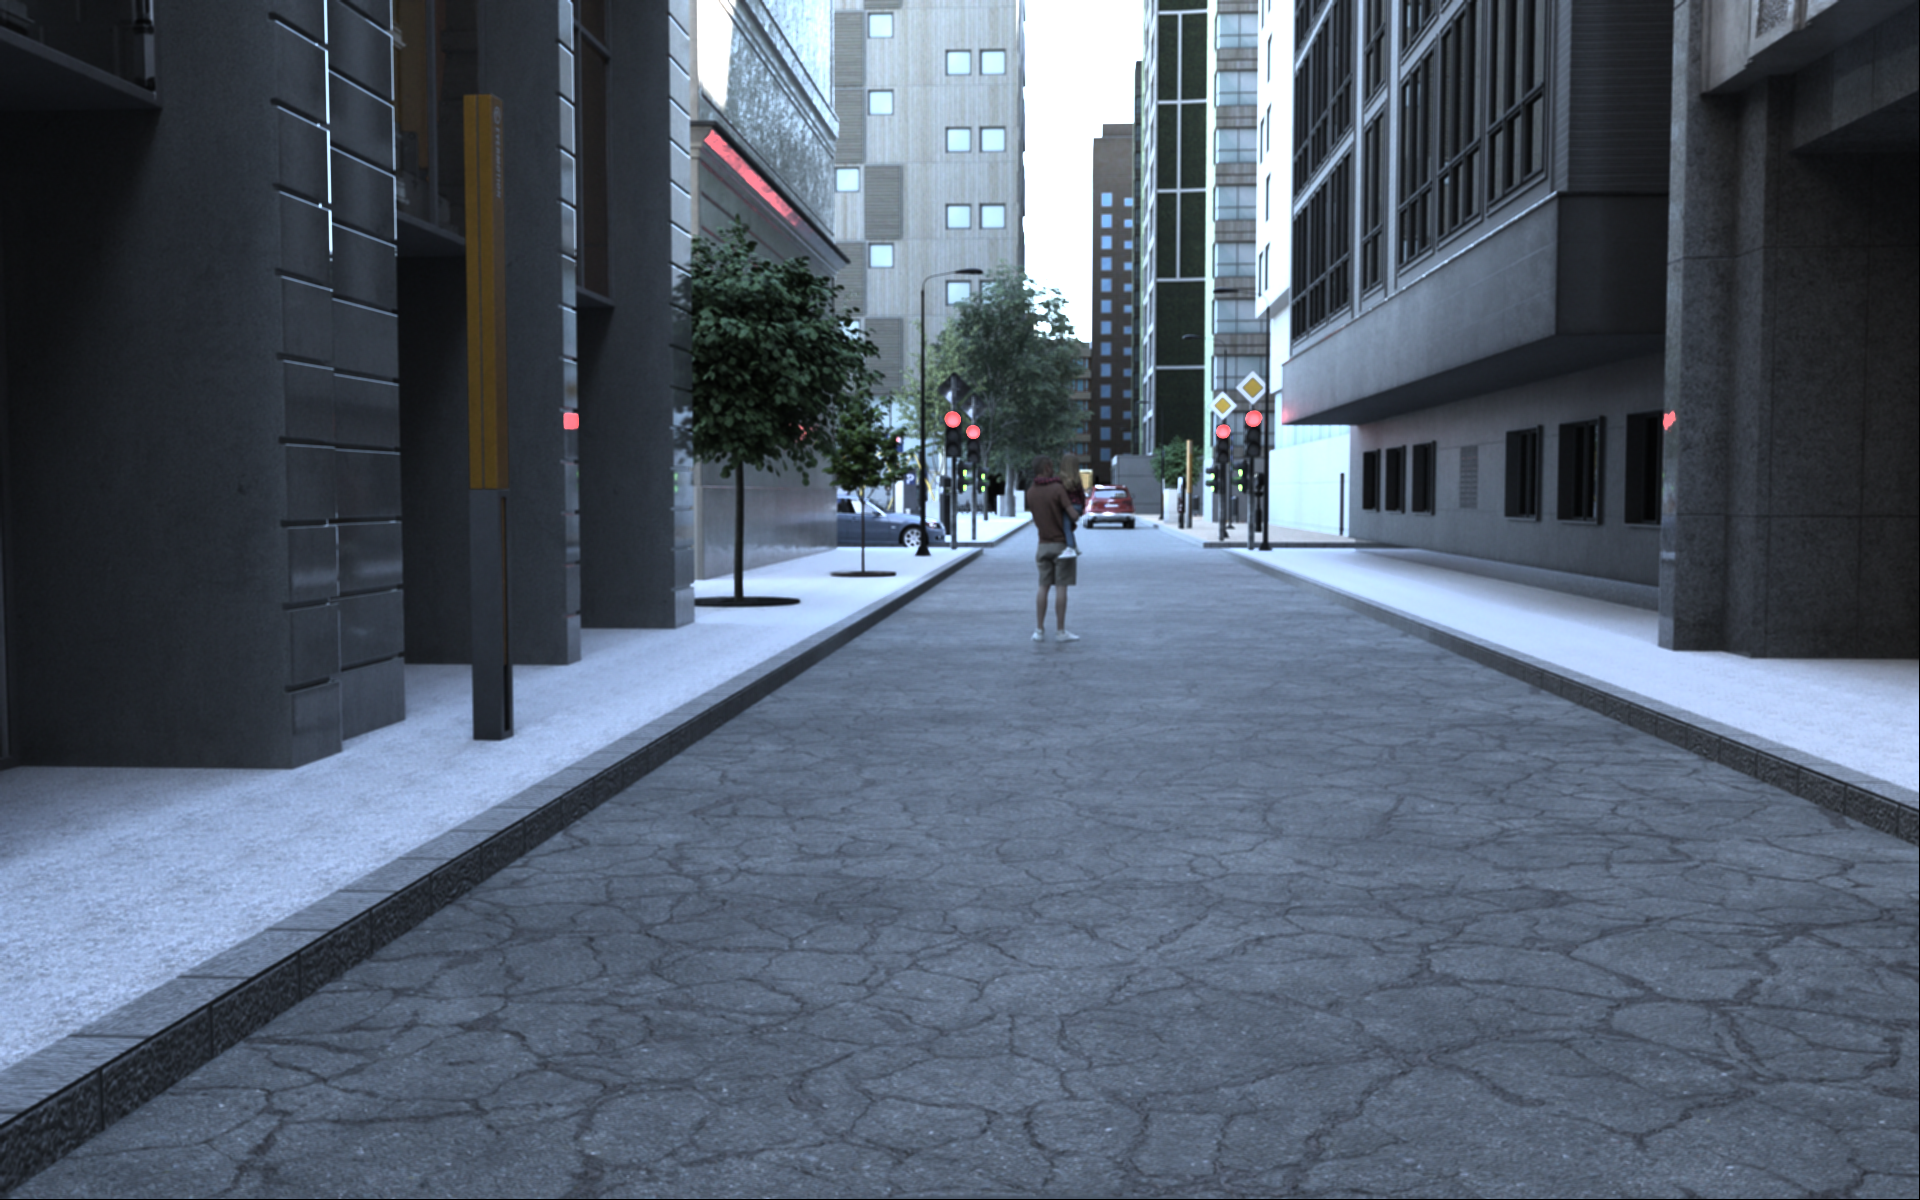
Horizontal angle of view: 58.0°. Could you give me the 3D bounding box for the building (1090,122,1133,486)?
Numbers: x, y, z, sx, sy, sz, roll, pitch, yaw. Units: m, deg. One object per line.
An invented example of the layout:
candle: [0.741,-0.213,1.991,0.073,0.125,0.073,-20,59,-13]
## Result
building: [23.138,-34.354,211.794,14.200,45.320,14.600,0,4,4]

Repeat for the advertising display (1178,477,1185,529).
advertising display: [8.202,-3.605,64.159,0.123,1.923,0.974,0,4,-2]

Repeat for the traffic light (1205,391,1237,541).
traffic light: [7.151,-3.576,47.395,0.839,4.253,0.868,0,4,4]

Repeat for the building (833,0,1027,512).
building: [-8.469,-33.484,136.701,28.713,52.752,27.495,0,4,4]

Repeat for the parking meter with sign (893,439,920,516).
parking meter with sign: [-1.570,-3.259,49.539,0.543,3.016,1.738,-2,4,-24]

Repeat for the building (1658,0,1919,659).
building: [11.197,-11.344,3.491,12.078,24.808,19.932,0,4,4]

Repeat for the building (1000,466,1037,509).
building: [-2.654,-44.163,160.310,20.563,71.187,20.611,0,4,4]

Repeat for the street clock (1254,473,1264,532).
street clock: [10.054,-3.287,58.316,0.358,2.002,0.471,-1,4,-16]

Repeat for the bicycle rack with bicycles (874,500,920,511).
bicycle rack with bicycles: [-3.573,-5.387,101.462,2.852,0.926,2.925,-3,4,-37]

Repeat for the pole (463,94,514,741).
pole: [-2.450,-0.927,8.996,0.158,3.312,0.155,0,3,0]

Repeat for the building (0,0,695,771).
building: [-8.991,-13.738,2.105,11.434,29.767,29.804,0,4,4]

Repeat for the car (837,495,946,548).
car: [-2.610,-1.986,44.478,4.499,1.417,2.014,0,4,3]

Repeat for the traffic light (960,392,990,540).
traffic light: [0.404,-3.603,47.824,0.839,4.253,0.868,0,4,4]

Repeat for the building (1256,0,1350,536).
building: [24.455,-28.638,57.469,27.495,52.752,28.713,0,4,4]

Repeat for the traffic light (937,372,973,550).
traffic light: [-0.123,-3.115,39.856,0.839,4.253,0.868,0,4,4]

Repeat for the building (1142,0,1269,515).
building: [20.746,-27.420,131.908,14.154,41.232,14.086,0,4,4]

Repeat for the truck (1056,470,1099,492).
truck: [9.263,-8.674,137.744,3.469,3.379,9.791,0,4,5]

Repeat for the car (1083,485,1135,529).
car: [6.275,-3.949,73.234,2.281,1.827,5.304,0,4,2]

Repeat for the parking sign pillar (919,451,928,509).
parking sign pillar: [-2.312,-7.337,108.433,1.447,3.967,1.447,0,4,5]

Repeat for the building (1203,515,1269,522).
building: [18.843,-24.454,83.426,14.154,41.232,14.086,0,4,4]

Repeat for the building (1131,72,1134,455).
building: [23.526,-29.534,166.472,14.154,41.232,14.086,0,4,4]

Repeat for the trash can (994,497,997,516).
trash can: [2.341,-5.510,101.734,0.748,1.137,0.748,0,3,0]

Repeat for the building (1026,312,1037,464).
building: [-6.160,-20.860,186.107,28.899,21.520,27.650,0,4,4]

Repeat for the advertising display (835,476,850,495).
advertising display: [-3.532,-2.611,47.905,0.974,1.923,0.123,0,4,5]

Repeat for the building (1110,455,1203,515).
building: [20.262,-41.097,110.186,20.563,71.187,20.611,0,4,4]

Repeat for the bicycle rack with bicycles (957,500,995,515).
bicycle rack with bicycles: [0.764,-5.728,107.029,2.925,0.926,2.852,1,4,12]

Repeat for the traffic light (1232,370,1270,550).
traffic light: [6.624,-3.089,39.427,0.839,4.253,0.868,0,4,4]

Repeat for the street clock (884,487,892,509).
street clock: [-5.017,-7.118,120.956,0.471,2.002,0.358,1,4,19]

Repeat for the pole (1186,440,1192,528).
pole: [8.639,-4.367,65.239,0.158,3.312,0.155,0,3,0]

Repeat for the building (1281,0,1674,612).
building: [13.454,-14.225,26.091,14.314,27.812,24.014,0,4,4]

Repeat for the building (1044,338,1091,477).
building: [2.083,-22.976,220.699,28.899,21.520,27.650,0,4,4]
